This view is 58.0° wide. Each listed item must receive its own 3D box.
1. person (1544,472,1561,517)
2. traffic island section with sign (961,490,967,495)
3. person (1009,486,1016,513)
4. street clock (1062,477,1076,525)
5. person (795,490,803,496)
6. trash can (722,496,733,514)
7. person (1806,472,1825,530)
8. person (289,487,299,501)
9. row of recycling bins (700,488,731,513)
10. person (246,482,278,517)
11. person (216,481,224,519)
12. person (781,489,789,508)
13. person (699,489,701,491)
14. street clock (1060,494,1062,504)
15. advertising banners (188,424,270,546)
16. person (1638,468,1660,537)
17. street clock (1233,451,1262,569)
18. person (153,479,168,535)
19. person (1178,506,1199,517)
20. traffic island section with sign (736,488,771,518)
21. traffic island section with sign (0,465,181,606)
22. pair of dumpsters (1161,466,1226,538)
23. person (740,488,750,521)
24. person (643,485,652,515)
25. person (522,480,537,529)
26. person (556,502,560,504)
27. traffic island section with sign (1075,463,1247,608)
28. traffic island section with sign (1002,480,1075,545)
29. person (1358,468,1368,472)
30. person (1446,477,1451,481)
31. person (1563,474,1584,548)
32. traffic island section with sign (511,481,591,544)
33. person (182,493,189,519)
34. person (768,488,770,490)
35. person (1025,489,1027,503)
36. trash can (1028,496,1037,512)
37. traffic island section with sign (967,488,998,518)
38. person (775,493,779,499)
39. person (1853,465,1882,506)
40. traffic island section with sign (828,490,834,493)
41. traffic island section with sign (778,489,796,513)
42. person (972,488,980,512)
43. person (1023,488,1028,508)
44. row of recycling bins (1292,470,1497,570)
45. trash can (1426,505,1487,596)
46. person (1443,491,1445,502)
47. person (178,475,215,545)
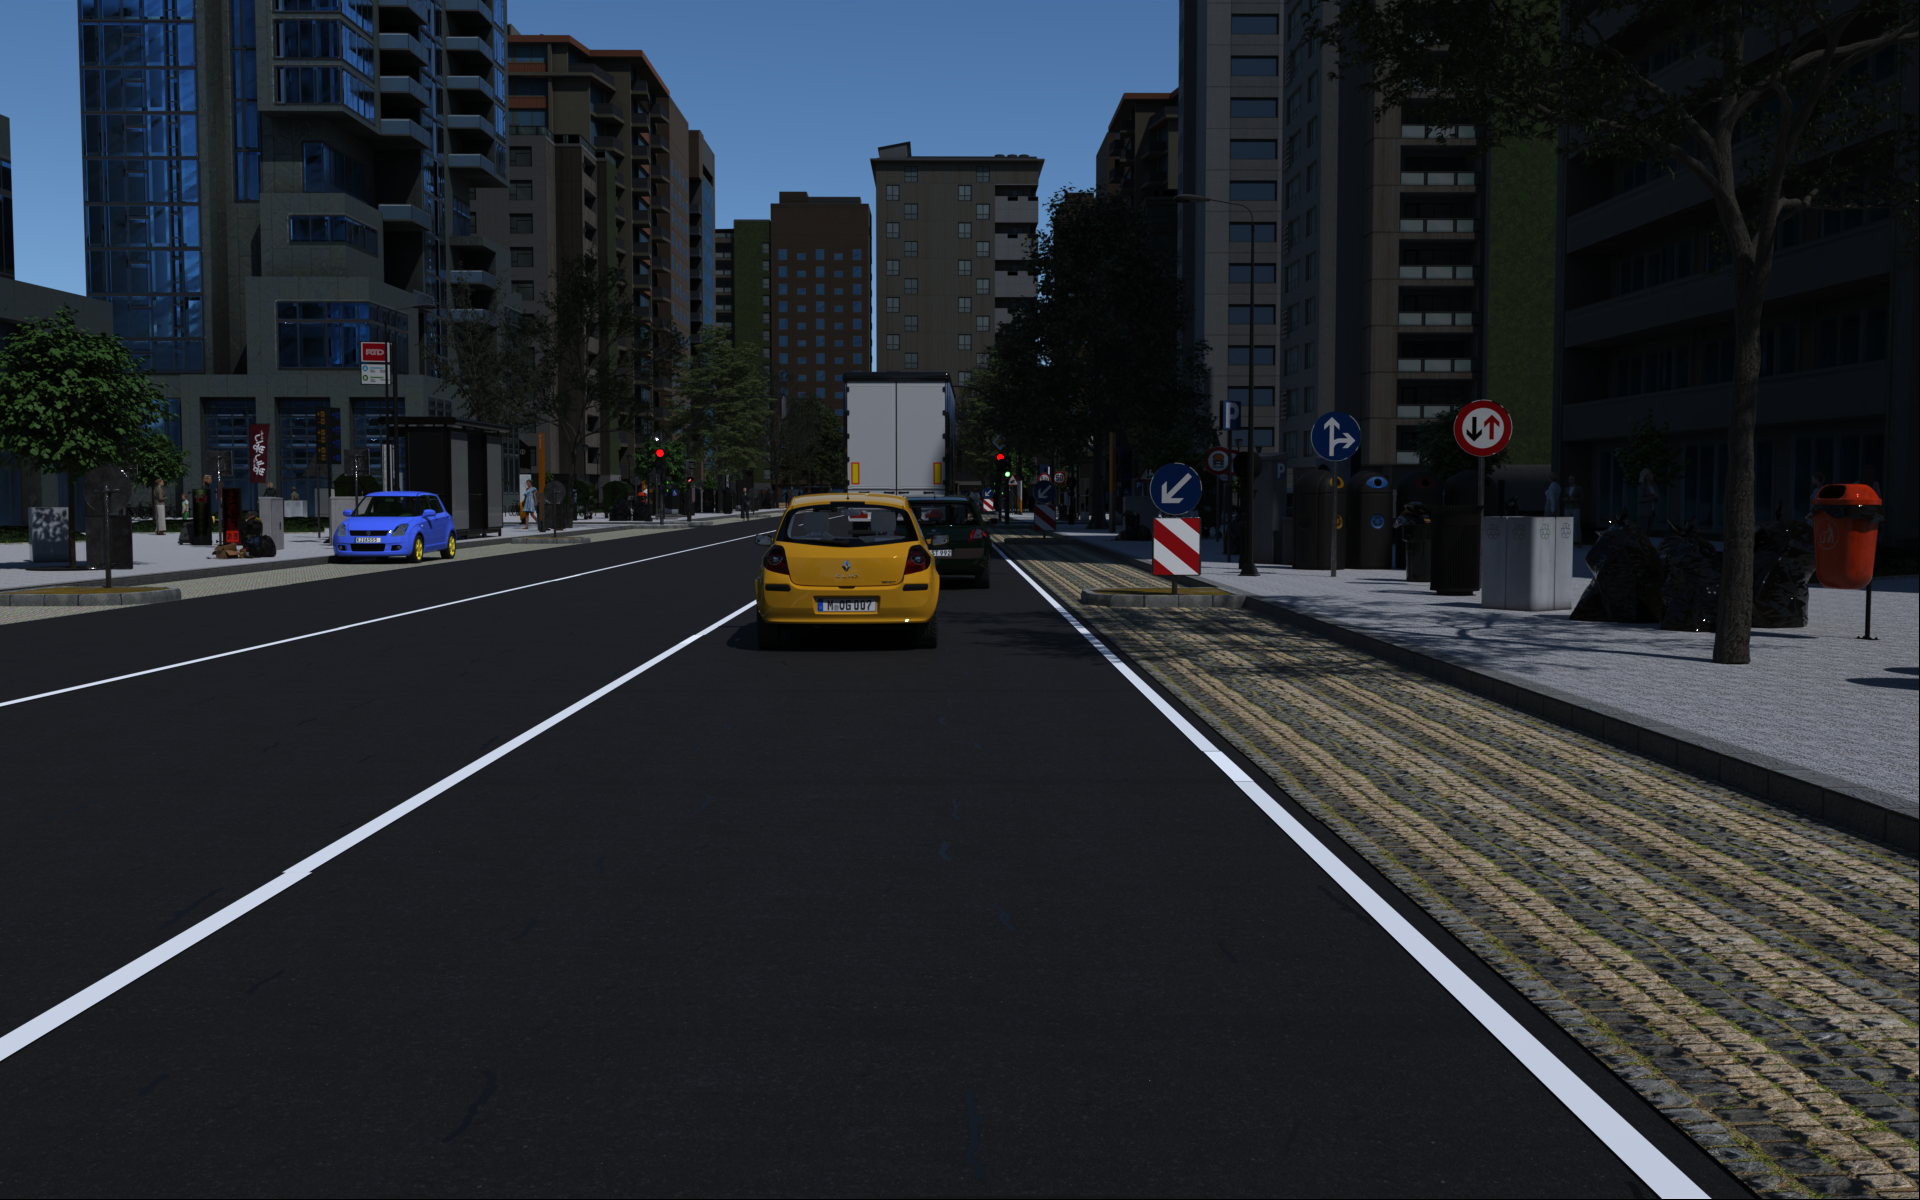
[{"bbox_3d":[13.871,-2.085,40.356,0.478,1.798,0.641,-2,4,-32],"label":"person"},{"bbox_3d":[1.239,-7.572,132.433,1.989,1.847,2.006,0,4,-1],"label":"traffic island section with sign"},{"bbox_3d":[3.251,-6.635,114.295,0.755,1.850,0.659,-3,5,-40],"label":"person"},{"bbox_3d":[4.648,-4.140,72.252,0.358,2.002,0.471,-2,4,-24],"label":"street clock"},{"bbox_3d":[-21.214,-13.607,228.536,1.348,1.822,0.705,-2,4,-33],"label":"person"},{"bbox_3d":[-14.955,-6.107,111.500,0.748,1.137,0.748,0,3,0],"label":"trash can"},{"bbox_3d":[16.190,-1.569,32.698,0.512,1.701,0.522,-3,5,-41],"label":"person"},{"bbox_3d":[-29.685,-4.163,77.116,0.362,1.759,0.519,1,4,19],"label":"person"},{"bbox_3d":[-17.877,-6.887,119.720,3.534,1.692,1.069,-1,4,-16],"label":"row of recycling bins"},{"bbox_3d":[-28.898,-4.010,71.823,1.509,1.804,0.699,2,4,24],"label":"person"},{"bbox_3d":[-30.792,-4.053,72.325,0.555,1.821,0.388,0,4,7],"label":"person"},{"bbox_3d":[-16.108,-9.421,160.900,1.217,1.723,0.721,2,4,25],"label":"person"},{"bbox_3d":[-28.753,-11.348,191.589,0.705,1.824,1.348,-1,4,-14],"label":"person"},{"bbox_3d":[6.422,-6.406,109.311,0.471,2.002,0.358,-2,4,-35],"label":"street clock"},{"bbox_3d":[-18.144,-2.867,43.058,2.074,3.025,0.090,0,4,1],"label":"advertising banners"},{"bbox_3d":[13.798,-1.737,34.626,0.537,1.800,0.526,-1,4,-16],"label":"person"},{"bbox_3d":[4.881,-1.522,29.456,0.358,2.002,0.471,-3,5,-39],"label":"street clock"},{"bbox_3d":[-24.919,-2.902,54.046,0.519,1.759,0.362,3,5,45],"label":"person"},{"bbox_3d":[6.466,-2.608,49.033,0.624,1.780,0.694,-3,5,-43],"label":"person"},{"bbox_3d":[-12.541,-5.917,105.363,1.989,1.847,2.006,0,4,-1],"label":"traffic island section with sign"},{"bbox_3d":[-11.514,-0.873,22.896,1.989,1.847,2.006,0,4,-1],"label":"traffic island section with sign"},{"bbox_3d":[6.890,-3.016,51.802,1.574,2.255,4.437,0,4,-1],"label":"pair of dumpsters"},{"bbox_3d":[-11.444,-5.086,92.075,0.576,1.772,0.534,0,4,2],"label":"person"},{"bbox_3d":[-16.591,-5.222,91.640,0.641,1.798,0.478,-3,4,-36],"label":"person"},{"bbox_3d":[-15.713,-3.496,63.289,0.616,1.811,0.778,3,4,38],"label":"person"},{"bbox_3d":[-19.272,-4.665,82.656,0.374,1.781,0.599,-2,4,-23],"label":"person"},{"bbox_3d":[2.614,-0.858,22.664,1.989,1.847,2.006,0,4,-1],"label":"traffic island section with sign"},{"bbox_3d":[2.272,-2.507,49.617,1.989,1.847,2.006,0,4,-1],"label":"traffic island section with sign"},{"bbox_3d":[7.736,-1.639,33.188,0.374,1.781,0.599,2,4,26],"label":"person"},{"bbox_3d":[14.734,-2.806,52.153,0.641,1.798,0.478,2,4,31],"label":"person"},{"bbox_3d":[14.603,-2.125,41.342,0.362,1.759,0.519,-3,5,-41],"label":"person"},{"bbox_3d":[-11.866,-2.560,50.476,1.989,1.847,2.006,0,4,-1],"label":"traffic island section with sign"},{"bbox_3d":[-28.931,-3.329,64.722,0.306,1.304,0.590,1,4,13],"label":"person"},{"bbox_3d":[-17.656,-9.403,159.919,0.705,1.807,1.348,-2,4,-29],"label":"person"},{"bbox_3d":[8.147,-12.761,214.314,0.705,1.869,1.348,1,4,11],"label":"person"},{"bbox_3d":[5.265,-6.940,125.117,0.748,1.137,0.748,0,3,0],"label":"trash can"},{"bbox_3d":[1.581,-5.895,105.013,1.989,1.847,2.006,0,4,-1],"label":"traffic island section with sign"},{"bbox_3d":[-18.386,-10.120,172.980,0.415,1.643,0.593,3,5,43],"label":"person"},{"bbox_3d":[16.780,-1.589,32.030,0.555,1.821,0.388,1,4,18],"label":"person"},{"bbox_3d":[-13.504,-10.620,182.265,1.989,1.847,2.006,0,4,-1],"label":"traffic island section with sign"},{"bbox_3d":[-12.895,-7.620,133.222,1.989,1.847,2.006,0,4,-1],"label":"traffic island section with sign"},{"bbox_3d":[0.824,-5.010,90.986,0.480,1.755,0.524,-1,4,-20],"label":"person"},{"bbox_3d":[5.925,-9.300,158.029,0.705,1.831,1.348,1,4,22],"label":"person"},{"bbox_3d":[7.442,-1.384,29.747,3.534,1.692,1.069,0,4,-8],"label":"row of recycling bins"},{"bbox_3d":[6.294,-0.633,22.003,0.748,1.137,0.748,0,3,0],"label":"trash can"},{"bbox_3d":[24.044,-4.858,85.329,0.748,1.841,0.638,-1,4,-12],"label":"person"},{"bbox_3d":[-19.475,-2.323,44.246,0.699,1.804,1.509,1,4,12],"label":"person"}]
